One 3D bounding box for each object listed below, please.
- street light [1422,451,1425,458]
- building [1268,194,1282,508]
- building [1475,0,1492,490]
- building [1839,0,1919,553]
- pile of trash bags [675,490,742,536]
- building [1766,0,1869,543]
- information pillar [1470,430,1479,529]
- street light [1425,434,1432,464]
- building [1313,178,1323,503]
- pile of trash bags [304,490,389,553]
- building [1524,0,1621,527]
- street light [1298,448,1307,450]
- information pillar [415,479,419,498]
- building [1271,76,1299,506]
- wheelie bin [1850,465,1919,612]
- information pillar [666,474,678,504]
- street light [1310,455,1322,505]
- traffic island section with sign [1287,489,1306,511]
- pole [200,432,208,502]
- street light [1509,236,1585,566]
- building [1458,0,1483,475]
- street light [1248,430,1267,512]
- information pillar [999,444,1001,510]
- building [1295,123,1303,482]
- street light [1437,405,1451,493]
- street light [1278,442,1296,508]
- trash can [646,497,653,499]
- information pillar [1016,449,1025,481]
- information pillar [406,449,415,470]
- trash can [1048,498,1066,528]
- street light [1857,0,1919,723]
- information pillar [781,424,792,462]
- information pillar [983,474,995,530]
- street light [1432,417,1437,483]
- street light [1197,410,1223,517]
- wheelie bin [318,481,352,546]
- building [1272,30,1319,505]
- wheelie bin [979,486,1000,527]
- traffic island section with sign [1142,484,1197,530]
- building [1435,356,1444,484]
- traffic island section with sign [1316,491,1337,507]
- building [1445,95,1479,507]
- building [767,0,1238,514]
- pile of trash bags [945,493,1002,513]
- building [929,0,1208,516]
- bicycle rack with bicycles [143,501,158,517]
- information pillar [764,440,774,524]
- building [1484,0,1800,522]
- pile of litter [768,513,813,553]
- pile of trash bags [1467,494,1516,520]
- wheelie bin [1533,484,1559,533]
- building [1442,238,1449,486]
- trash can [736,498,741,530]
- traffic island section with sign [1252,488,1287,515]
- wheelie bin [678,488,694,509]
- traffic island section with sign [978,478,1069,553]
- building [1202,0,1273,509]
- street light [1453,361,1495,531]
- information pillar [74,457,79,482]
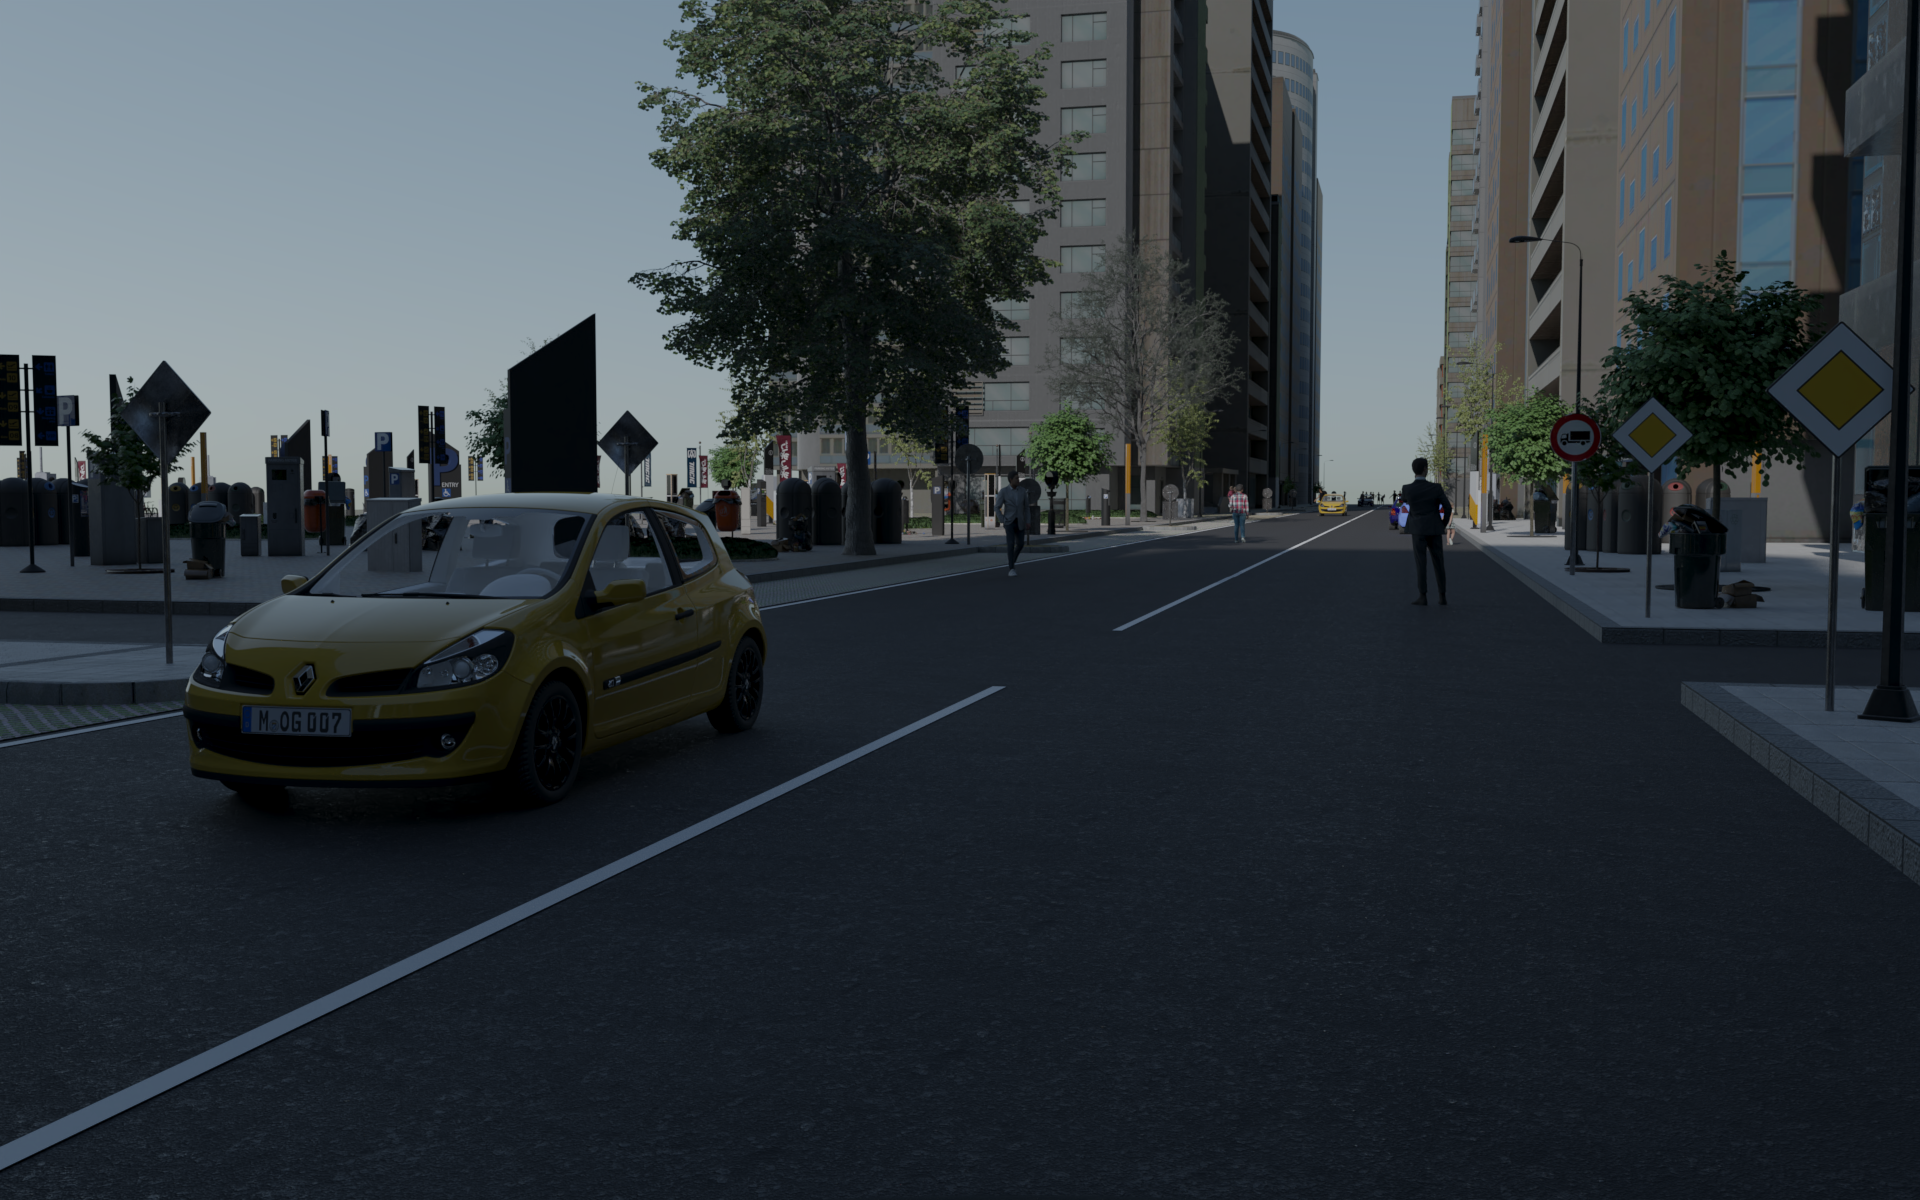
[{"bbox_3d":[44.894,-11.740,164.491,1.470,5.913,1.316,1,4,14],"label":"street light"},{"bbox_3d":[22.369,-23.858,161.783,14.160,30.474,14.107,1,4,14],"label":"building"},{"bbox_3d":[45.841,-35.106,115.988,21.231,58.520,28.212,1,4,14],"label":"building"},{"bbox_3d":[29.864,-24.771,24.611,30.456,49.044,23.786,1,4,14],"label":"building"},{"bbox_3d":[-6.488,-1.774,38.765,3.447,1.369,1.912,1,4,16],"label":"pile of trash bags"},{"bbox_3d":[27.207,-24.432,49.570,14.600,45.320,14.200,1,4,14],"label":"building"},{"bbox_3d":[18.854,-4.411,63.468,0.183,3.616,0.504,-1,4,-12],"label":"information pillar"},{"bbox_3d":[37.004,-9.896,134.343,1.470,5.913,1.316,1,4,14],"label":"street light"},{"bbox_3d":[42.737,-36.104,240.410,14.600,45.320,14.200,1,4,14],"label":"building"},{"bbox_3d":[-13.042,-1.773,38.745,1.912,1.369,3.447,3,5,45],"label":"pile of trash bags"},{"bbox_3d":[36.357,-27.530,73.815,21.300,48.544,21.600,1,4,14],"label":"building"},{"bbox_3d":[34.489,-12.429,175.751,1.470,5.913,1.316,1,4,14],"label":"street light"},{"bbox_3d":[-26.716,-4.925,85.022,0.304,2.012,0.304,-1,4,-17],"label":"information pillar"},{"bbox_3d":[27.639,-32.671,184.288,14.600,45.320,14.200,1,4,14],"label":"building"},{"bbox_3d":[10.324,-0.681,19.046,0.980,1.594,0.693,2,4,28],"label":"wheelie bin"},{"bbox_3d":[-10.525,-3.598,63.326,0.304,2.012,0.304,3,5,42],"label":"information pillar"},{"bbox_3d":[42.287,-14.262,205.732,1.470,5.913,1.316,1,4,14],"label":"street light"},{"bbox_3d":[27.527,-8.219,143.000,1.989,1.847,2.006,1,4,14],"label":"traffic island section with sign"},{"bbox_3d":[-24.864,-3.863,56.995,0.158,3.312,0.155,0,3,0],"label":"pole"},{"bbox_3d":[10.557,-3.586,31.177,1.470,5.913,1.316,1,4,14],"label":"street light"},{"bbox_3d":[54.503,-32.090,144.285,23.786,49.044,30.456,1,4,14],"label":"building"},{"bbox_3d":[21.391,-9.326,125.024,1.470,5.913,1.316,1,4,14],"label":"street light"},{"bbox_3d":[1.876,-5.514,81.513,0.183,3.616,0.504,0,4,5],"label":"information pillar"},{"bbox_3d":[31.607,-33.548,198.621,14.600,45.320,14.200,1,4,14],"label":"building"},{"bbox_3d":[25.838,-7.218,90.550,1.470,5.913,1.316,1,4,14],"label":"street light"},{"bbox_3d":[29.054,-11.127,154.474,1.470,5.913,1.316,1,4,14],"label":"street light"},{"bbox_3d":[-15.290,-4.440,84.242,0.748,1.137,0.748,0,3,0],"label":"trash can"},{"bbox_3d":[3.124,-5.962,88.834,0.504,3.616,0.183,-1,4,-13],"label":"information pillar"},{"bbox_3d":[-28.612,-6.051,90.284,0.183,3.616,0.504,2,4,29],"label":"information pillar"},{"bbox_3d":[3.677,-3.276,65.215,0.748,1.137,0.748,0,3,0],"label":"trash can"},{"bbox_3d":[4.788,-2.282,9.847,1.470,5.913,1.316,1,4,14],"label":"street light"},{"bbox_3d":[-5.720,-4.016,57.017,0.183,3.616,0.504,2,4,33],"label":"information pillar"},{"bbox_3d":[1.084,-3.556,62.631,0.304,2.012,0.304,-1,4,-22],"label":"information pillar"},{"bbox_3d":[29.302,-8.050,104.165,1.470,5.913,1.316,1,4,14],"label":"street light"},{"bbox_3d":[13.807,-7.528,95.625,1.470,5.913,1.316,1,4,14],"label":"street light"},{"bbox_3d":[-15.741,-2.169,43.366,0.980,1.594,0.693,-1,4,-17],"label":"wheelie bin"},{"bbox_3d":[33.832,-41.495,220.439,21.231,58.520,28.212,1,4,14],"label":"building"},{"bbox_3d":[1.146,-3.582,66.468,0.693,1.594,0.980,-2,4,-34],"label":"wheelie bin"},{"bbox_3d":[8.363,-3.680,68.799,1.989,1.847,2.006,1,4,14],"label":"traffic island section with sign"},{"bbox_3d":[77.072,-23.395,227.539,27.650,21.520,28.899,1,4,14],"label":"building"},{"bbox_3d":[41.655,-11.563,197.688,1.989,1.847,2.006,1,4,14],"label":"traffic island section with sign"},{"bbox_3d":[57.777,-30.331,179.499,14.154,41.232,14.086,1,4,14],"label":"building"},{"bbox_3d":[3.220,-26.383,123.246,32.217,40.220,23.993,1,4,14],"label":"building"},{"bbox_3d":[0.513,-4.548,84.105,3.447,1.369,1.912,2,4,30],"label":"pile of trash bags"},{"bbox_3d":[6.785,-25.621,102.491,14.154,41.232,14.086,1,4,14],"label":"building"},{"bbox_3d":[-40.410,-4.365,84.754,2.852,0.926,2.925,1,4,18],"label":"bicycle rack with bicycles"},{"bbox_3d":[-8.254,-5.106,74.839,0.504,3.616,0.183,-3,5,-43],"label":"information pillar"},{"bbox_3d":[36.916,-27.283,96.187,14.600,45.320,14.200,1,4,14],"label":"building"},{"bbox_3d":[-3.867,-1.515,38.728,1.176,0.858,1.719,1,4,22],"label":"pile of litter"},{"bbox_3d":[26.094,-4.657,85.899,1.912,1.369,3.447,-1,4,-9],"label":"pile of trash bags"},{"bbox_3d":[19.117,-2.981,56.647,0.693,1.594,0.980,3,5,42],"label":"wheelie bin"},{"bbox_3d":[61.579,-25.863,194.568,14.160,30.474,14.107,1,4,14],"label":"building"},{"bbox_3d":[-8.067,-3.129,62.817,0.748,1.137,0.748,0,3,0],"label":"trash can"},{"bbox_3d":[20.784,-6.622,116.899,1.989,1.847,2.006,1,4,14],"label":"traffic island section with sign"},{"bbox_3d":[-13.941,-4.913,88.234,0.693,1.594,0.980,2,4,34],"label":"wheelie bin"},{"bbox_3d":[1.629,-2.084,42.695,1.989,1.847,2.006,1,4,14],"label":"traffic island section with sign"},{"bbox_3d":[14.193,-31.802,143.667,21.300,48.544,21.600,1,4,14],"label":"building"},{"bbox_3d":[18.039,-5.386,60.602,1.470,5.913,1.316,1,4,14],"label":"street light"},{"bbox_3d":[-55.869,-7.232,109.590,0.504,3.616,0.183,3,5,45],"label":"information pillar"}]
